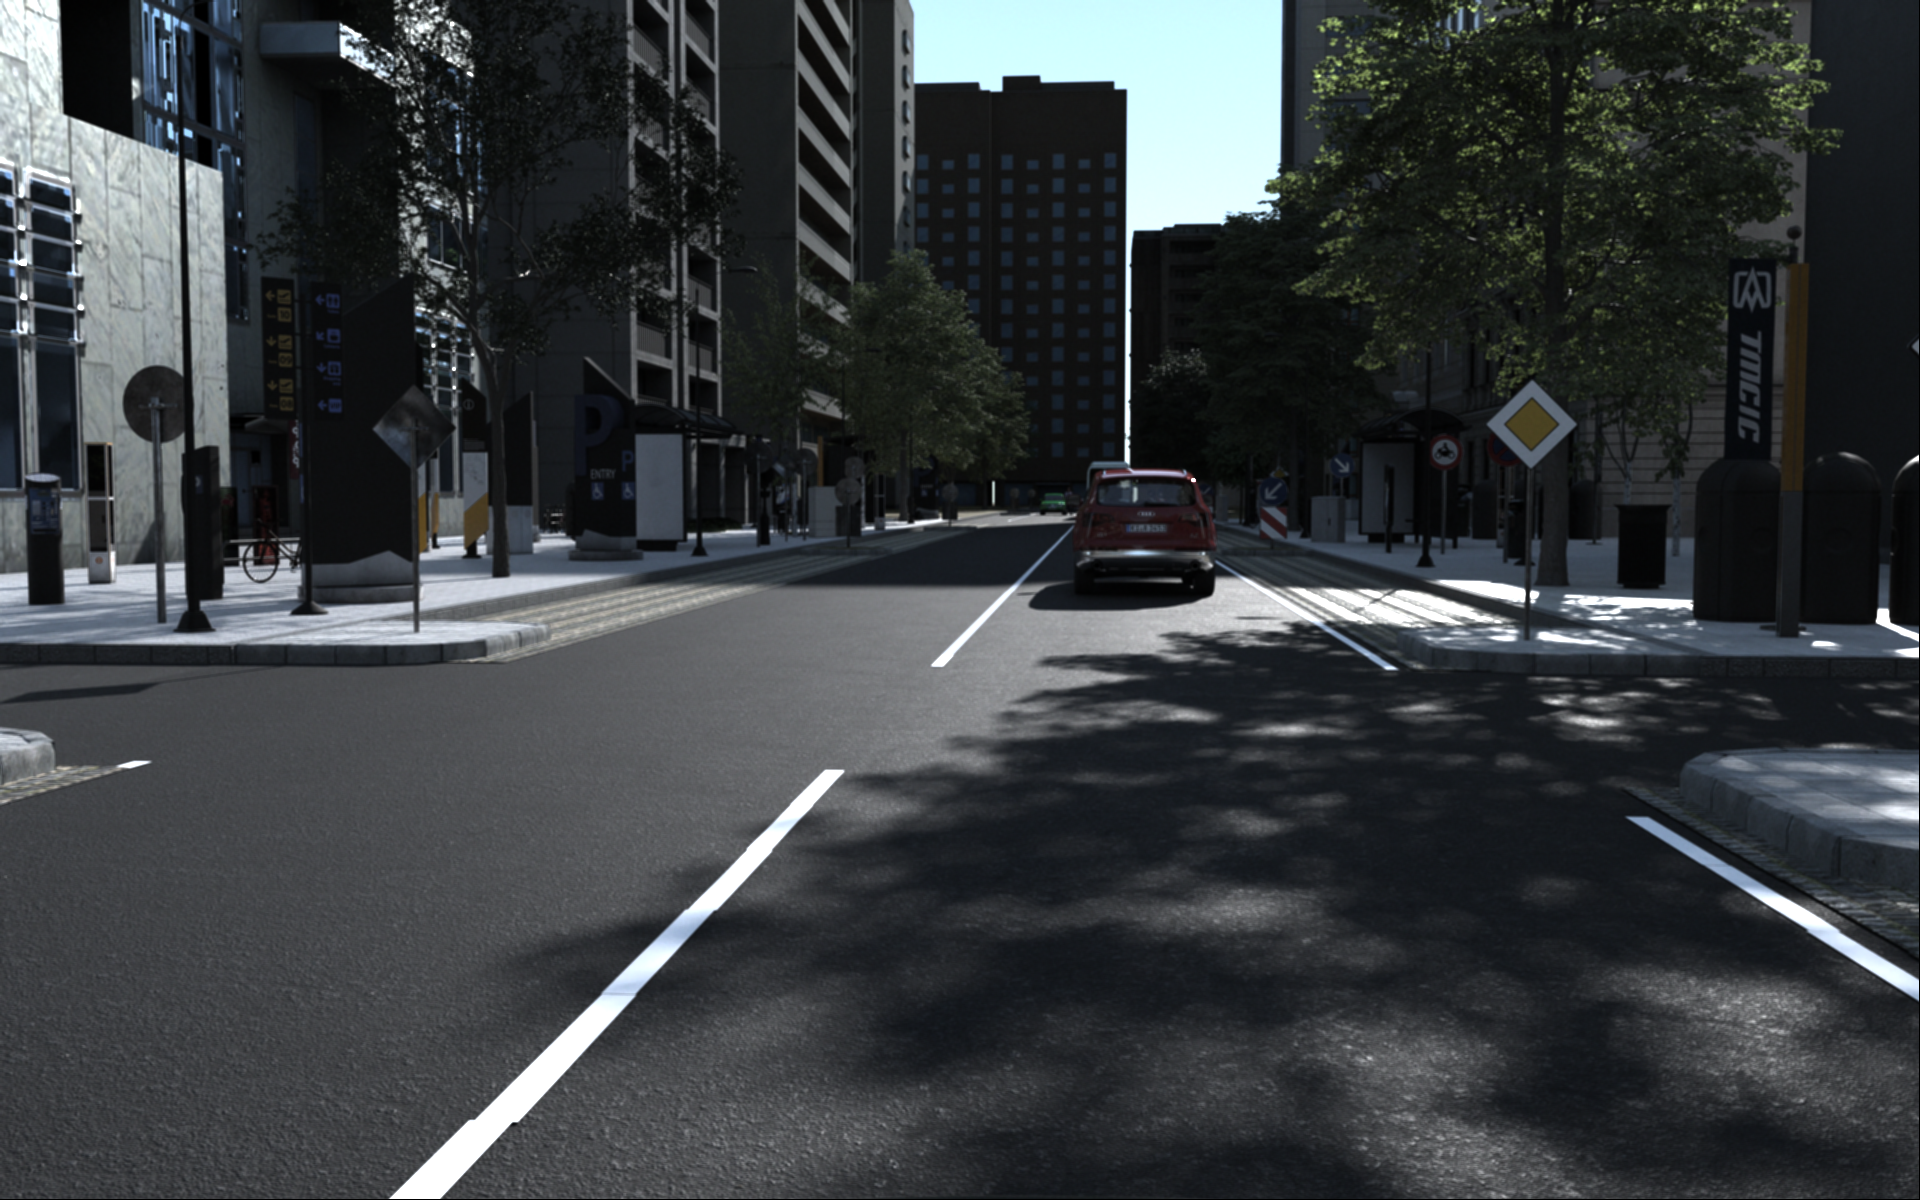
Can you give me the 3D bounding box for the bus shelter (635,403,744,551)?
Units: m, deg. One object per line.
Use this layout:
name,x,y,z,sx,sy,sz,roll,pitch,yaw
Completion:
bus shelter,-6.689,-2.893,41.222,2.014,3.302,5.546,0,4,5

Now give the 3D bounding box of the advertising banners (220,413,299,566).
advertising banners,-12.556,-2.142,31.202,0.090,3.025,2.074,3,5,39

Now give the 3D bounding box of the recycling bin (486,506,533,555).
recycling bin,-9.644,-1.500,37.073,0.722,1.027,0.722,2,4,32

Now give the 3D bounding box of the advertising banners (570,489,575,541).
advertising banners,-10.353,-3.191,48.368,0.090,3.025,2.074,1,4,16

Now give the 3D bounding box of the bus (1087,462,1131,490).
bus,9.194,-6.739,105.038,2.948,3.499,13.247,0,4,6

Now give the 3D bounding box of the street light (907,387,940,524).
street light,-1.588,-6.276,75.147,1.470,5.913,1.316,0,4,5

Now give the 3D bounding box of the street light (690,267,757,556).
street light,-4.854,-3.858,35.627,1.470,5.913,1.316,0,4,5

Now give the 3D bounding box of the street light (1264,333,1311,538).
street light,9.459,-4.741,50.061,1.470,5.913,1.316,0,4,5

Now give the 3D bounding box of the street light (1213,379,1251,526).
street light,11.006,-5.946,69.758,1.470,5.913,1.316,0,4,5

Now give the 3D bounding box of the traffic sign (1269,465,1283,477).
traffic sign,12.554,-4.095,68.138,0.795,2.450,0.064,0,4,7

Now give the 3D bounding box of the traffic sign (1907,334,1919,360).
traffic sign,4.306,-0.217,7.184,0.795,2.450,0.064,0,4,5

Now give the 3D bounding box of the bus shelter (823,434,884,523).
bus shelter,-4.321,-4.837,70.365,1.731,3.624,6.357,0,4,5

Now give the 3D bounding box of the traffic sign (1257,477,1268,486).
traffic sign,15.504,-5.464,89.444,0.768,2.556,0.104,0,4,7

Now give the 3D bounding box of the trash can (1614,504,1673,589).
trash can,9.263,-0.726,23.519,0.748,1.137,0.748,0,3,0

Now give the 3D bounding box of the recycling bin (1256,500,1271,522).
recycling bin,13.696,-4.053,78.814,0.722,1.027,0.722,-1,4,-19

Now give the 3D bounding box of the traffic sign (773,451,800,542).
traffic sign,-4.667,-2.774,46.538,0.795,2.450,0.064,1,4,13

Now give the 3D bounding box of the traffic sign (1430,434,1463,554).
traffic sign,10.302,-2.249,36.884,0.768,2.556,0.104,0,4,5

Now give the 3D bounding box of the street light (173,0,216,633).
street light,-6.611,-2.655,15.947,1.470,5.913,1.316,0,4,5

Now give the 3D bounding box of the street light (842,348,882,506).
street light,-3.190,-5.063,55.314,1.470,5.913,1.316,0,4,5

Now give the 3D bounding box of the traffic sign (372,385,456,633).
traffic sign,-5.034,-0.756,15.997,0.795,2.450,0.064,0,4,5

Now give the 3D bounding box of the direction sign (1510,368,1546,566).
direction sign,10.175,-2.392,31.100,0.876,3.537,0.379,-2,4,-31

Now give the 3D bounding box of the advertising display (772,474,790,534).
advertising display,-5.831,-3.136,56.482,0.123,1.923,0.974,2,4,23

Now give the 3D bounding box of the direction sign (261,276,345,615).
direction sign,-6.958,-1.616,18.419,0.379,3.537,0.876,3,5,43

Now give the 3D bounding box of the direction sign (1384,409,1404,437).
direction sign,11.664,-3.342,46.637,0.876,3.537,0.379,-3,5,-40

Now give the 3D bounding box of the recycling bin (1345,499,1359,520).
recycling bin,19.261,-4.430,84.977,0.722,1.027,0.722,-1,4,-20

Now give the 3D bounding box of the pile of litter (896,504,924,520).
pile of litter,-2.545,-4.457,86.840,1.719,0.858,1.176,-1,4,-16

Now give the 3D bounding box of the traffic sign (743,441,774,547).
traffic sign,-4.887,-2.558,41.925,0.768,2.556,0.104,1,4,14

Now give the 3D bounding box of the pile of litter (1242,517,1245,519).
pile of litter,14.993,-4.498,87.505,1.176,0.858,1.719,-1,4,-22

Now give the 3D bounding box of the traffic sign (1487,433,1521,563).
traffic sign,10.163,-1.963,32.195,0.768,2.556,0.104,0,4,8

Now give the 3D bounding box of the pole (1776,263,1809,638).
pole,7.426,-1.321,15.449,0.158,3.312,0.155,0,3,0

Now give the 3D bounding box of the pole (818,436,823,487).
pole,-4.894,-4.094,60.783,0.158,3.312,0.155,0,3,0

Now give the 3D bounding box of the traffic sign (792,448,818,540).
traffic sign,-4.301,-2.918,47.814,0.768,2.556,0.104,1,4,10

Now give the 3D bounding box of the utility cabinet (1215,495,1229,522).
utility cabinet,12.145,-4.234,80.383,0.306,1.237,1.020,-1,4,-10

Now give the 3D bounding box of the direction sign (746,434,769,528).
direction sign,-7.836,-4.526,65.999,0.876,3.537,0.379,3,5,40

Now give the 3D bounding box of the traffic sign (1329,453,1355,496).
traffic sign,11.884,-3.292,53.925,0.768,2.556,0.104,1,4,13

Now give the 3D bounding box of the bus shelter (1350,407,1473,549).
bus shelter,11.099,-3.004,43.035,2.014,3.302,5.546,0,4,5

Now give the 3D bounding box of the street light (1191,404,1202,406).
street light,12.594,-7.151,89.452,1.470,5.913,1.316,0,4,5

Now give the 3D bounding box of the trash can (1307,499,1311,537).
trash can,10.570,-2.432,51.419,0.748,1.137,0.748,0,3,0

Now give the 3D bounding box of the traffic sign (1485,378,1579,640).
traffic sign,4.973,-0.703,15.141,0.795,2.450,0.064,0,4,5

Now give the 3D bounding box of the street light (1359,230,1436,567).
street light,7.663,-3.538,30.384,1.470,5.913,1.316,0,4,5

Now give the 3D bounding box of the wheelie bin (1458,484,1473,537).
wheelie bin,14.992,-2.691,51.900,0.980,1.594,0.693,1,4,19

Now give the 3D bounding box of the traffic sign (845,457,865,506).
traffic sign,-3.610,-3.590,58.806,0.768,2.556,0.104,0,4,7

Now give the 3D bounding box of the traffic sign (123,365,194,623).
traffic sign,-7.950,-1.044,17.174,0.768,2.556,0.104,1,4,9
